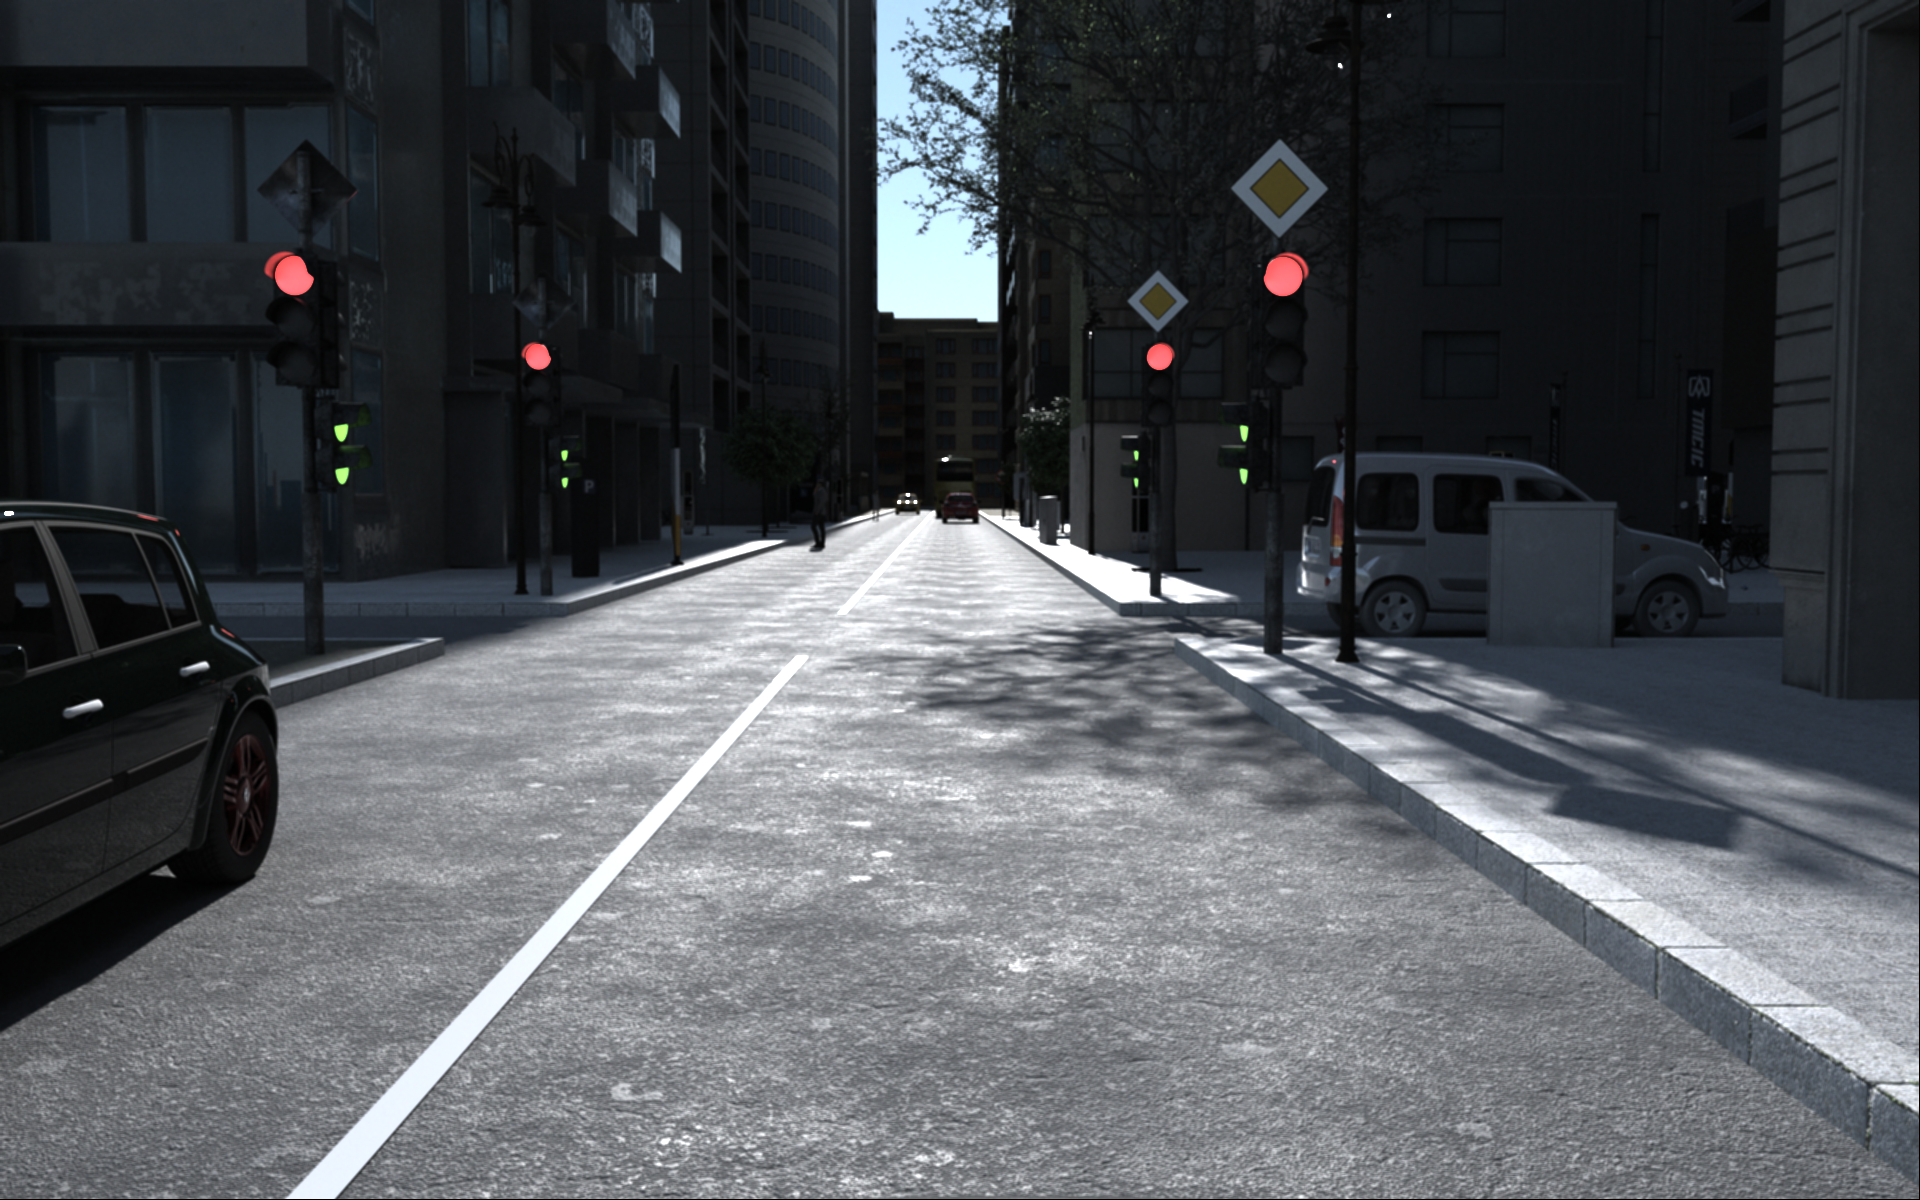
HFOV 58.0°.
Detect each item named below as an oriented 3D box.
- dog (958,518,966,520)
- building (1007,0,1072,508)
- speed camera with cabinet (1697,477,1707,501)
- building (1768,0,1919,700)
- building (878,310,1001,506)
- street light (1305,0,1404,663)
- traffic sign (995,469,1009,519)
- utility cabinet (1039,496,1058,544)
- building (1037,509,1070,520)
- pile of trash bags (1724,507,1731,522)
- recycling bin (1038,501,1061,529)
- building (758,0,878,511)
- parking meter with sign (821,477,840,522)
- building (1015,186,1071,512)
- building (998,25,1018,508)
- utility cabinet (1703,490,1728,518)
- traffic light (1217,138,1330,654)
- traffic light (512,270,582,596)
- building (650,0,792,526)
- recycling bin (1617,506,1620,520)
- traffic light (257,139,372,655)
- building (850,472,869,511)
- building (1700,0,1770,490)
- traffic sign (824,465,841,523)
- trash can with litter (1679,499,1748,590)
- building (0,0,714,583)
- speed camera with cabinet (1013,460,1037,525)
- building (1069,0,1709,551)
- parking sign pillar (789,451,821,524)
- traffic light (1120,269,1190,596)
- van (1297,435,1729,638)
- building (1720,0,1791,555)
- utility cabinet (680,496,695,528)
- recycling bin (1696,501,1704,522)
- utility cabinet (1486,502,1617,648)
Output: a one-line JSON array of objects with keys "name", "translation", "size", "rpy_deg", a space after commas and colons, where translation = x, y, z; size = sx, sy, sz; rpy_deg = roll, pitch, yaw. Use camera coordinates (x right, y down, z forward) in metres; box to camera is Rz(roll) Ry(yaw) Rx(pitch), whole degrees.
[{"name": "dog", "translation": [0.130, -4.638, 96.030], "size": [0.550, 0.427, 0.748], "rpy_deg": [1, 4, 9]}, {"name": "building", "translation": [15.222, -31.926, 141.595], "size": [23.786, 49.044, 30.456], "rpy_deg": [0, 4, 0]}, {"name": "speed camera with cabinet", "translation": [35.293, -5.415, 82.877], "size": [0.660, 3.252, 2.038], "rpy_deg": [2, 4, 30]}, {"name": "building", "translation": [10.564, -10.102, 1.332], "size": [11.583, 22.565, 21.152], "rpy_deg": [0, 4, 0]}, {"name": "building", "translation": [-9.267, -21.419, 195.242], "size": [28.899, 21.520, 27.650], "rpy_deg": [0, 4, 0]}, {"name": "street light", "translation": [2.966, -2.465, 13.088], "size": [0.468, 5.910, 1.993], "rpy_deg": [0, 4, 0]}, {"name": "traffic sign", "translation": [2.197, -5.438, 89.019], "size": [0.768, 2.556, 0.104], "rpy_deg": [0, 4, 3]}, {"name": "utility cabinet", "translation": [2.287, -2.078, 45.130], "size": [0.306, 1.237, 1.020], "rpy_deg": [-1, 4, -9]}, {"name": "building", "translation": [14.906, -46.916, 79.752], "size": [22.319, 86.520, 31.000], "rpy_deg": [0, 4, 0]}, {"name": "pile of trash bags", "translation": [40.941, -4.769, 87.720], "size": [3.447, 1.369, 1.912], "rpy_deg": [-1, 4, -14]}, {"name": "recycling bin", "translation": [3.251, -3.082, 62.938], "size": [0.722, 1.027, 0.722], "rpy_deg": [1, 4, 11]}, {"name": "building", "translation": [-21.839, -37.816, 160.290], "size": [28.212, 58.520, 21.231], "rpy_deg": [0, 4, 0]}, {"name": "parking meter with sign", "translation": [-6.339, -5.064, 79.051], "size": [1.738, 3.016, 0.543], "rpy_deg": [1, 4, 15]}, {"name": "building", "translation": [17.953, -16.333, 112.088], "size": [27.650, 21.520, 28.899], "rpy_deg": [0, 4, 0]}, {"name": "building", "translation": [10.671, -31.429, 163.969], "size": [14.600, 45.320, 14.200], "rpy_deg": [0, 4, 0]}, {"name": "utility cabinet", "translation": [40.299, -5.119, 92.369], "size": [0.318, 1.500, 1.173], "rpy_deg": [-3, 4, -38]}, {"name": "traffic light", "translation": [2.503, -1.524, 13.835], "size": [0.839, 4.253, 0.868], "rpy_deg": [0, 4, 0]}, {"name": "traffic light", "translation": [-5.204, -2.009, 21.760], "size": [0.839, 4.253, 0.868], "rpy_deg": [0, 4, 0]}, {"name": "building", "translation": [-18.134, -39.148, 78.322], "size": [20.563, 71.187, 20.611], "rpy_deg": [0, 4, 0]}, {"name": "recycling bin", "translation": [34.224, -4.694, 89.305], "size": [0.722, 1.027, 0.722], "rpy_deg": [1, 4, 12]}, {"name": "traffic light", "translation": [-5.158, -1.520, 13.775], "size": [0.839, 4.253, 0.868], "rpy_deg": [0, 4, 0]}, {"name": "building", "translation": [-23.695, -27.228, 137.052], "size": [32.217, 40.220, 23.993], "rpy_deg": [0, 4, 0]}, {"name": "building", "translation": [67.503, -44.187, 160.707], "size": [20.611, 71.187, 20.563], "rpy_deg": [0, 4, 0]}, {"name": "traffic sign", "translation": [-5.639, -4.662, 76.335], "size": [0.768, 2.556, 0.104], "rpy_deg": [0, 4, 6]}, {"name": "trash can with litter", "translation": [9.711, -0.749, 23.299], "size": [1.678, 1.210, 2.233], "rpy_deg": [1, 4, 19]}, {"name": "building", "translation": [-18.364, -25.480, 36.214], "size": [23.786, 49.044, 30.456], "rpy_deg": [0, 4, 0]}, {"name": "speed camera with cabinet", "translation": [2.722, -4.771, 72.333], "size": [0.660, 3.252, 2.038], "rpy_deg": [1, 4, 16]}, {"name": "building", "translation": [9.808, -22.091, 44.781], "size": [14.154, 41.232, 14.086], "rpy_deg": [0, 4, 0]}, {"name": "parking sign pillar", "translation": [-6.660, -5.278, 74.774], "size": [1.447, 3.967, 1.447], "rpy_deg": [2, 4, 26]}, {"name": "traffic light", "translation": [2.457, -2.012, 21.820], "size": [0.839, 4.253, 0.868], "rpy_deg": [0, 4, 0]}, {"name": "van", "translation": [5.510, -0.633, 17.367], "size": [4.112, 2.044, 2.013], "rpy_deg": [0, 4, -1]}, {"name": "building", "translation": [23.674, -23.211, 29.616], "size": [14.200, 45.320, 14.600], "rpy_deg": [0, 4, 0]}, {"name": "utility cabinet", "translation": [-10.400, -3.311, 65.295], "size": [0.306, 1.237, 1.020], "rpy_deg": [1, 4, 23]}, {"name": "recycling bin", "translation": [27.158, -3.177, 64.500], "size": [0.722, 1.027, 0.722], "rpy_deg": [-2, 4, -28]}, {"name": "utility cabinet", "translation": [5.012, -0.215, 14.684], "size": [1.020, 1.237, 0.306], "rpy_deg": [1, 4, 19]}]
